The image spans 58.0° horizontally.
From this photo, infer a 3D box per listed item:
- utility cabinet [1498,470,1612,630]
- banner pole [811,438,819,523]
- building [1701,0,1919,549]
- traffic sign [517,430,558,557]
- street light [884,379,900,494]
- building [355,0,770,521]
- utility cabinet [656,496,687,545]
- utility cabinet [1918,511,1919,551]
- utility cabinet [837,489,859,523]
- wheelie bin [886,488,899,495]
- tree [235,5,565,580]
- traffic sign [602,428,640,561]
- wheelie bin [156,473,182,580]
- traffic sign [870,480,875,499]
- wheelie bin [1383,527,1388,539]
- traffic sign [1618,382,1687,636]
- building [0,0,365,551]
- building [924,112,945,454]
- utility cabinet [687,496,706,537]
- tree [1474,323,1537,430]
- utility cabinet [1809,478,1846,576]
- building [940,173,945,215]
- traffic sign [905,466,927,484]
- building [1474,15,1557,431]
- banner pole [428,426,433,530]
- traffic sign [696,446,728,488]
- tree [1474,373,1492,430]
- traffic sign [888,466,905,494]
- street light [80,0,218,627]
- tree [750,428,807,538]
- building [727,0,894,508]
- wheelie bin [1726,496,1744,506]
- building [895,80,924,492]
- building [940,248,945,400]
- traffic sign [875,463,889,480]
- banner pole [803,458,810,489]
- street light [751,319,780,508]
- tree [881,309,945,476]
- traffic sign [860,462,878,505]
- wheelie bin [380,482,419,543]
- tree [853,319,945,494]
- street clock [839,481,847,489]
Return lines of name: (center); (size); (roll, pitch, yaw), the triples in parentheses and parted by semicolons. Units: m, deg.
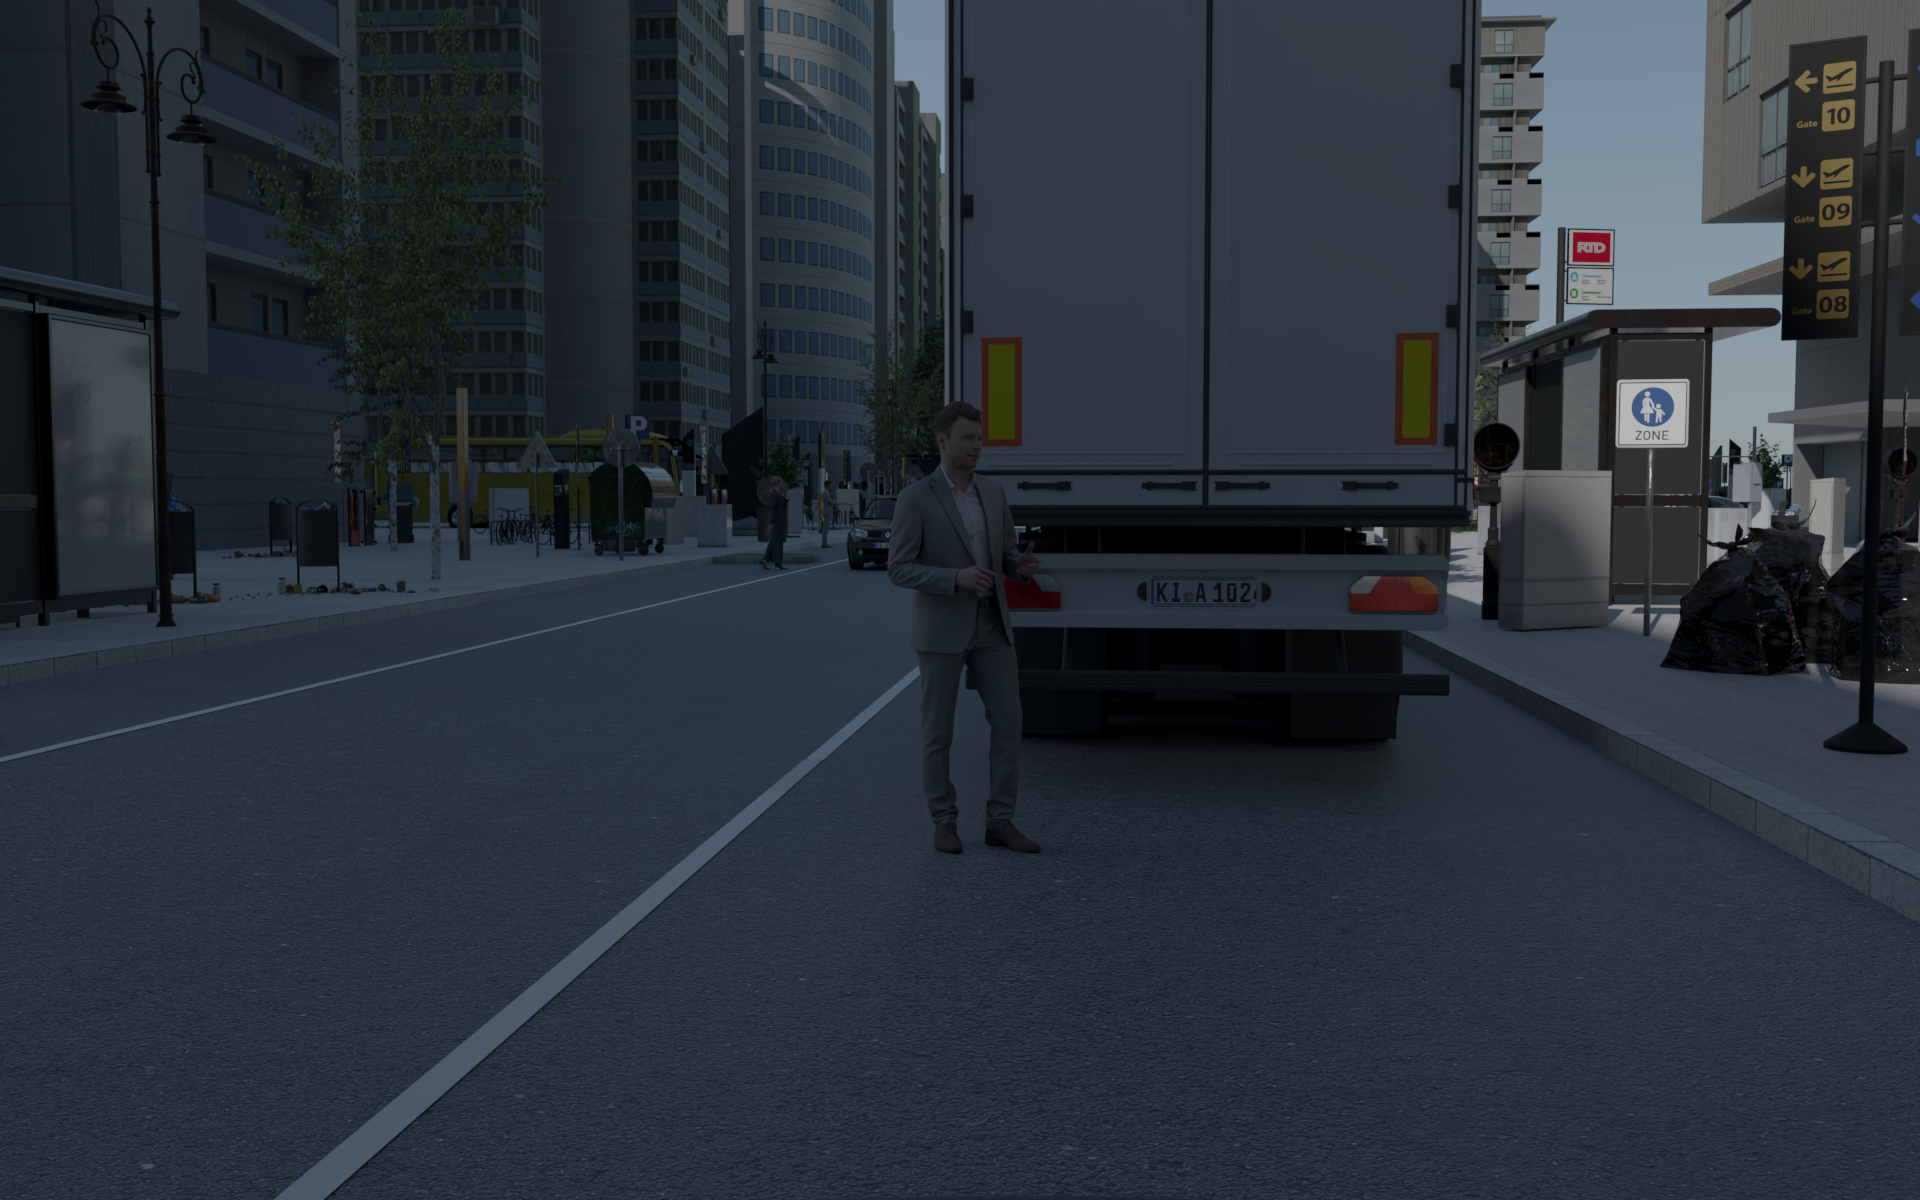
utility cabinet: (5.650, -0.476, 16.464); (1.173, 1.500, 0.318); (-2, 4, -30)
banner pole: (-6.258, -5.357, 77.604); (0.401, 3.779, 0.863); (-1, 4, -21)
building: (32.342, -27.084, 32.057); (28.713, 52.752, 27.495); (0, 4, 5)
traffic sign: (-8.572, -2.145, 35.082); (0.884, 2.594, 0.081); (1, 4, 11)
street light: (-2.714, -5.939, 69.896); (0.468, 5.910, 1.993); (0, 4, 5)
building: (-25.832, -24.547, 93.230); (32.217, 40.220, 23.993); (0, 4, 5)
utility cabinet: (-7.411, -2.022, 44.216); (0.306, 1.237, 1.020); (1, 4, 17)
utility cabinet: (10.945, -0.463, 18.734); (1.020, 1.237, 0.306); (2, 4, 29)
utility cabinet: (-4.908, -4.115, 75.965); (0.318, 1.500, 1.173); (-3, 5, -45)
wheelie bin: (-3.221, -4.615, 83.360); (0.693, 1.594, 0.980); (-2, 4, -30)
tree: (-8.119, -4.612, 25.772); (4.737, 8.622, 4.395); (0, 3, 0)
traffic sign: (-6.527, -2.031, 33.308); (0.768, 2.556, 0.104); (1, 4, 12)
wheelie bin: (-12.133, -1.101, 25.918); (0.980, 1.594, 0.693); (-1, 4, -14)
traffic sign: (-3.970, -4.949, 81.030); (0.768, 2.556, 0.104); (0, 4, 7)
wheelie bin: (12.121, -2.548, 49.560); (0.980, 1.594, 0.693); (2, 4, 31)
traffic sign: (6.194, -0.821, 15.560); (0.606, 2.300, 0.079); (1, 4, 12)
building: (-30.616, -30.611, 42.483); (28.212, 58.520, 21.231); (0, 4, 5)
building: (-9.666, -30.427, 181.070); (14.154, 41.232, 14.086); (0, 4, 5)
utility cabinet: (-8.082, -2.483, 51.751); (1.020, 1.237, 0.306); (-3, 5, -43)
tree: (23.938, -7.627, 75.068); (4.360, 8.622, 3.978); (0, 3, 0)
utility cabinet: (12.087, -0.948, 24.176); (0.318, 1.500, 1.173); (2, 4, 34)
building: (-5.786, -39.188, 264.432); (21.300, 48.544, 21.600); (0, 4, 5)
traffic sign: (-1.559, -3.528, 61.329); (0.795, 2.450, 0.064); (0, 4, 5)
building: (47.761, -36.806, 191.016); (28.713, 52.752, 27.495); (0, 4, 5)
banner pole: (-18.856, -4.392, 61.831); (0.401, 3.779, 0.863); (0, 4, -2)
traffic sign: (-6.656, -2.845, 46.514); (0.884, 2.594, 0.081); (0, 4, 6)
tree: (25.864, -8.627, 91.415); (4.737, 8.622, 4.395); (0, 3, 0)
traffic sign: (-2.979, -4.904, 80.178); (0.884, 2.594, 0.081); (1, 4, 11)
street light: (-7.699, -2.681, 16.621); (0.468, 5.910, 1.993); (0, 4, 5)
tree: (-5.368, -3.454, 51.078); (1.663, 3.219, 1.824); (0, 3, 0)
building: (-17.072, -35.721, 126.034); (21.231, 58.520, 28.212); (0, 4, 5)
wheelie bin: (38.007, -4.697, 84.701); (0.980, 1.594, 0.693); (1, 4, 14)
building: (-11.630, -29.574, 167.133); (14.154, 41.232, 14.086); (0, 4, 5)
building: (-9.186, -25.934, 195.718); (14.160, 30.474, 14.107); (0, 4, 5)
traffic sign: (-3.307, -4.349, 71.219); (0.768, 2.556, 0.104); (1, 4, 10)
banner pole: (-9.283, -7.111, 106.280); (0.863, 3.779, 0.401); (-1, 4, -12)
street light: (-5.148, -4.473, 45.919); (0.468, 5.910, 1.993); (0, 4, 5)
tree: (-0.219, -11.541, 105.705); (9.611, 12.733, 9.660); (0, 3, 0)
traffic sign: (-3.650, -4.238, 69.394); (0.768, 2.556, 0.104); (1, 4, 8)
wheelie bin: (-14.642, -2.284, 45.249); (0.980, 1.594, 0.693); (-1, 4, -18)
tree: (-2.727, -7.559, 73.945); (4.737, 8.622, 4.395); (0, 3, 0)
street clock: (-6.708, -5.795, 99.310); (0.471, 2.002, 0.358); (-3, 4, -38)
